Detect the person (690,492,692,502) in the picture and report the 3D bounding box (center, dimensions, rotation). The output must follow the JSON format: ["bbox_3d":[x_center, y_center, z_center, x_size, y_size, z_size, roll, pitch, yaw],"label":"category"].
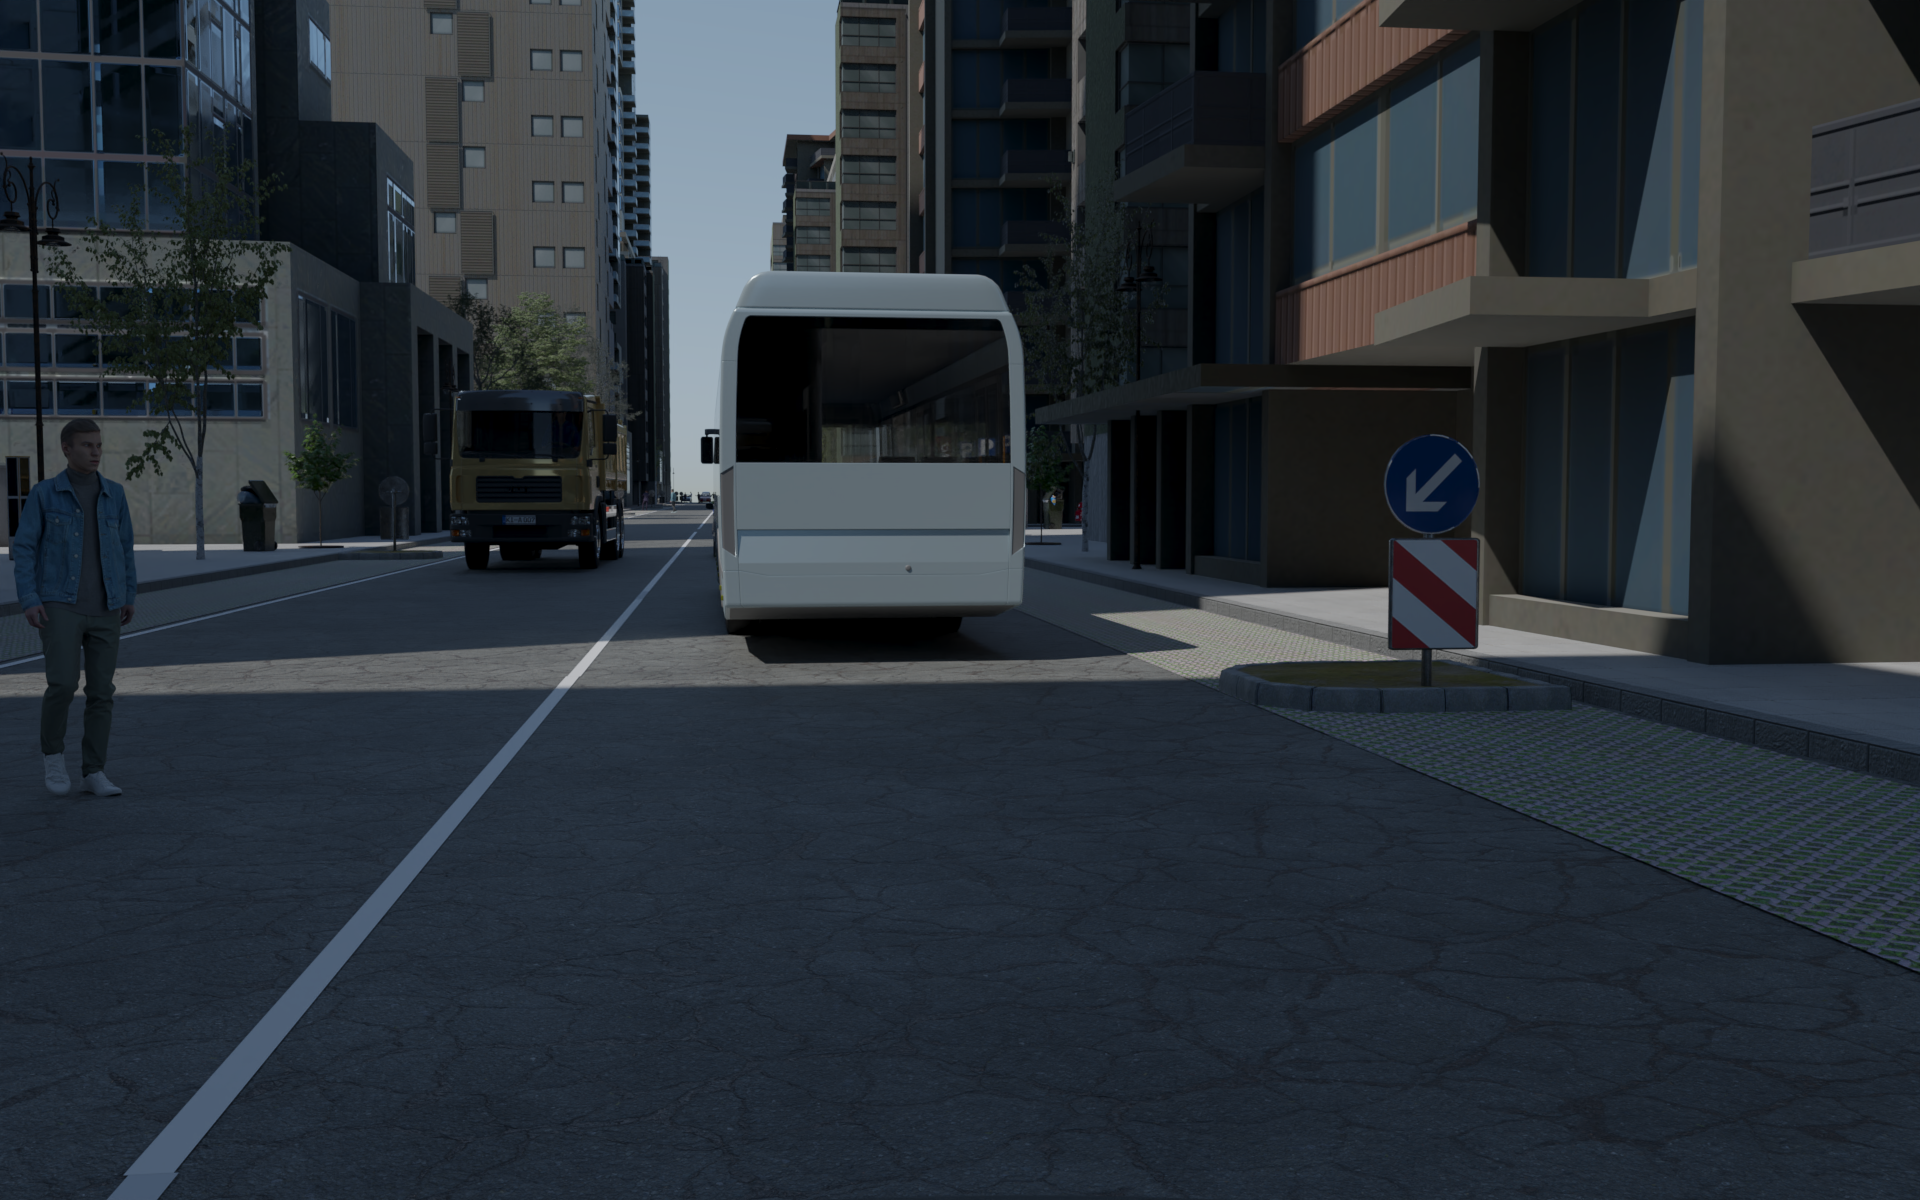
[{"bbox_3d":[-46.934,-17.928,301.482,0.599,1.838,0.709,0,4,7],"label":"person"}]

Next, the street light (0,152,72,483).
[{"bbox_3d":[-12.719,-3.125,23.886,0.468,5.910,1.993,0,4,-8],"label":"street light"}]

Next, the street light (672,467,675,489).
[{"bbox_3d":[-49.636,-20.027,300.229,0.468,5.910,1.993,0,4,-8],"label":"street light"}]

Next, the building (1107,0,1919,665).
[{"bbox_3d":[14.048,-22.416,21.130,22.147,44.769,28.867,0,4,-8],"label":"building"}]

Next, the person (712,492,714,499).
[{"bbox_3d":[-41.678,-17.395,293.045,1.348,1.807,0.705,1,4,12],"label":"person"}]

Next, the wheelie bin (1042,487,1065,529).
[{"bbox_3d":[3.398,-3.371,63.028,0.693,1.594,0.980,-1,4,-18],"label":"wheelie bin"}]

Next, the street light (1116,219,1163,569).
[{"bbox_3d":[3.022,-3.463,29.402,0.468,5.910,1.993,0,4,-8],"label":"street light"}]

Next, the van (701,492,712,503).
[{"bbox_3d":[-41.340,-16.819,282.001,2.013,2.044,4.112,-1,4,-9],"label":"van"}]

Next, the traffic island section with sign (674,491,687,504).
[{"bbox_3d":[-41.111,-14.858,251.552,1.989,1.847,2.006,0,4,-8],"label":"traffic island section with sign"}]

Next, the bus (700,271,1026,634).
[{"bbox_3d":[-1.667,-1.598,20.979,2.948,3.499,13.247,-1,4,-8],"label":"bus"}]

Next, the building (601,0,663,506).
[{"bbox_3d":[-56.982,-58.231,264.745,22.319,86.520,31.000,0,4,-8],"label":"building"}]

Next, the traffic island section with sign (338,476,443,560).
[{"bbox_3d":[-12.566,-1.819,38.372,1.989,1.847,2.006,0,4,-8],"label":"traffic island section with sign"}]

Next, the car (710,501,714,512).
[{"bbox_3d":[-10.562,-4.313,80.110,1.945,1.707,3.694,-1,4,-9],"label":"car"}]

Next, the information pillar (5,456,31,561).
[{"bbox_3d":[-18.195,-1.774,33.498,0.304,2.012,0.304,1,4,14],"label":"information pillar"}]

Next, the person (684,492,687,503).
[{"bbox_3d":[-43.305,-16.124,273.051,0.541,1.710,0.530,0,4,-5],"label":"person"}]

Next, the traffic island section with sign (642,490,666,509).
[{"bbox_3d":[-30.183,-9.870,170.007,1.989,1.847,2.006,0,4,-8],"label":"traffic island section with sign"}]

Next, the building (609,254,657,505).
[{"bbox_3d":[-44.143,-26.745,208.983,14.160,30.474,14.107,0,4,-8],"label":"building"}]

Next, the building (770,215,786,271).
[{"bbox_3d":[-21.329,-41.101,295.696,21.300,48.544,21.600,0,4,-8],"label":"building"}]

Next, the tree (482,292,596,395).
[{"bbox_3d":[-23.890,-10.993,97.861,7.486,12.596,7.792,0,3,0],"label":"tree"}]

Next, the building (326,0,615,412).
[{"bbox_3d":[-45.603,-34.661,155.944,28.713,52.752,27.495,0,4,-8],"label":"building"}]

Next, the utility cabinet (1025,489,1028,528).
[{"bbox_3d":[1.932,-3.438,64.895,1.173,1.500,0.318,1,4,17],"label":"utility cabinet"}]

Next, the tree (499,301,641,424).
[{"bbox_3d":[-25.382,-12.214,110.069,12.009,13.543,11.850,0,3,0],"label":"tree"}]

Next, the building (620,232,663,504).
[{"bbox_3d":[-57.611,-33.399,237.948,32.217,40.220,23.993,0,4,-8],"label":"building"}]

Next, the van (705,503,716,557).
[{"bbox_3d":[-4.983,-2.065,40.776,2.013,2.044,4.112,0,4,-8],"label":"van"}]

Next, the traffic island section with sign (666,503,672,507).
[{"bbox_3d":[-33.792,-11.514,196.888,1.989,1.847,2.006,0,4,-8],"label":"traffic island section with sign"}]

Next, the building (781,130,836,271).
[{"bbox_3d":[-10.189,-33.928,209.351,22.147,44.769,28.867,0,4,-8],"label":"building"}]

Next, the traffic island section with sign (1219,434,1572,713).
[{"bbox_3d":[2.922,-0.220,12.227,1.989,1.847,2.006,0,4,-8],"label":"traffic island section with sign"}]

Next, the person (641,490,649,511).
[{"bbox_3d":[-27.252,-8.623,149.933,0.683,1.767,0.568,-1,4,-17],"label":"person"}]

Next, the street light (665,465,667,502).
[{"bbox_3d":[-44.904,-17.868,264.936,0.468,5.910,1.993,0,4,-8],"label":"street light"}]

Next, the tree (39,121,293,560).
[{"bbox_3d":[-15.128,-5.099,33.738,4.737,8.622,4.395,0,3,0],"label":"tree"}]

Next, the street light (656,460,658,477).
[{"bbox_3d":[-40.277,-15.722,229.843,0.468,5.910,1.993,0,4,-8],"label":"street light"}]

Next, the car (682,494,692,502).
[{"bbox_3d":[-46.731,-17.320,295.181,2.014,1.417,4.499,0,4,-8],"label":"car"}]

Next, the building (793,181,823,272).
[{"bbox_3d":[-8.628,-23.924,162.853,14.160,30.474,14.107,0,4,-8],"label":"building"}]

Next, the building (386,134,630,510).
[{"bbox_3d":[-46.405,-53.308,184.259,22.319,86.520,31.000,0,4,-8],"label":"building"}]

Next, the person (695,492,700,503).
[{"bbox_3d":[-40.060,-15.621,264.433,0.750,1.759,0.617,-2,4,-35],"label":"person"}]

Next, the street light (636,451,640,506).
[{"bbox_3d":[-33.852,-12.802,182.102,0.468,5.910,1.993,0,4,-8],"label":"street light"}]

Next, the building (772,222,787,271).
[{"bbox_3d":[-21.396,-35.416,262.643,14.154,41.232,14.086,0,4,-8],"label":"building"}]

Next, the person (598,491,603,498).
[{"bbox_3d":[-10.509,-2.555,50.546,0.520,1.790,0.573,1,4,19],"label":"person"}]

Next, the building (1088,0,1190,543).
[{"bbox_3d":[10.157,-17.067,50.741,14.160,30.474,14.107,0,4,-8],"label":"building"}]

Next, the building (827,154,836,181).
[{"bbox_3d":[-1.112,-30.058,183.324,32.217,40.220,23.993,0,4,-8],"label":"building"}]

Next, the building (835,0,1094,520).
[{"bbox_3d":[-0.574,-20.345,104.343,14.160,30.474,14.107,0,4,-8],"label":"building"}]

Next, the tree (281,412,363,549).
[{"bbox_3d":[-15.349,-2.849,41.184,1.663,3.219,1.824,0,3,0],"label":"tree"}]

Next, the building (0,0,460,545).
[{"bbox_3d":[-32.341,-45.117,50.341,31.000,86.520,22.319,0,4,-8],"label":"building"}]

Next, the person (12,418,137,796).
[{"bbox_3d":[-4.176,0.039,8.207,0.444,1.785,0.601,3,5,43],"label":"person"}]

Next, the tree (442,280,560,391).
[{"bbox_3d":[-21.004,-8.682,76.356,7.601,10.594,8.767,0,4,-2],"label":"tree"}]

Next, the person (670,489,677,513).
[{"bbox_3d":[-21.836,-7.565,132.208,0.620,1.820,0.660,1,4,12],"label":"person"}]

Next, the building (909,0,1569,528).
[{"bbox_3d":[10.288,-26.230,83.480,28.867,44.769,22.147,0,4,-8],"label":"building"}]

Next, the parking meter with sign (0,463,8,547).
[{"bbox_3d":[-23.033,-2.793,41.925,1.738,3.016,0.543,-2,4,-30],"label":"parking meter with sign"}]

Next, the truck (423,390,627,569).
[{"bbox_3d":[-8.428,-2.406,35.260,3.469,3.379,9.791,0,4,-7],"label":"truck"}]

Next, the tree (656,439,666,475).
[{"bbox_3d":[-39.630,-16.564,221.179,4.737,8.622,4.395,0,3,0],"label":"tree"}]

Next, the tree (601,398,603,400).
[{"bbox_3d":[-27.493,-11.017,130.497,4.360,8.622,3.978,0,3,0],"label":"tree"}]

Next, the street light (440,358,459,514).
[{"bbox_3d":[-17.339,-5.275,59.040,0.468,5.910,1.993,0,4,-8],"label":"street light"}]

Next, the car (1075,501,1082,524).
[{"bbox_3d":[6.881,-3.703,69.584,4.494,1.783,2.155,0,4,-7],"label":"car"}]

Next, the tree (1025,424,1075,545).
[{"bbox_3d":[2.183,-3.015,43.900,1.663,3.219,1.824,0,3,0],"label":"tree"}]

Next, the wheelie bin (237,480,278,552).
[{"bbox_3d":[-15.766,-1.891,38.828,0.693,1.594,0.980,0,4,8],"label":"wheelie bin"}]

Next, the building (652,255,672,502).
[{"bbox_3d":[-55.719,-37.033,289.081,14.154,41.232,14.086,0,4,-8],"label":"building"}]

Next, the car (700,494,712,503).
[{"bbox_3d":[-39.748,-15.944,269.719,2.155,1.783,4.494,0,4,-8],"label":"car"}]

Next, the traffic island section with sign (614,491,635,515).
[{"bbox_3d":[-23.391,-6.764,119.219,1.989,1.847,2.006,0,4,-8],"label":"traffic island section with sign"}]

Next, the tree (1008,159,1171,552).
[{"bbox_3d":[2.772,-5.401,38.665,4.360,8.622,3.978,0,3,0],"label":"tree"}]
